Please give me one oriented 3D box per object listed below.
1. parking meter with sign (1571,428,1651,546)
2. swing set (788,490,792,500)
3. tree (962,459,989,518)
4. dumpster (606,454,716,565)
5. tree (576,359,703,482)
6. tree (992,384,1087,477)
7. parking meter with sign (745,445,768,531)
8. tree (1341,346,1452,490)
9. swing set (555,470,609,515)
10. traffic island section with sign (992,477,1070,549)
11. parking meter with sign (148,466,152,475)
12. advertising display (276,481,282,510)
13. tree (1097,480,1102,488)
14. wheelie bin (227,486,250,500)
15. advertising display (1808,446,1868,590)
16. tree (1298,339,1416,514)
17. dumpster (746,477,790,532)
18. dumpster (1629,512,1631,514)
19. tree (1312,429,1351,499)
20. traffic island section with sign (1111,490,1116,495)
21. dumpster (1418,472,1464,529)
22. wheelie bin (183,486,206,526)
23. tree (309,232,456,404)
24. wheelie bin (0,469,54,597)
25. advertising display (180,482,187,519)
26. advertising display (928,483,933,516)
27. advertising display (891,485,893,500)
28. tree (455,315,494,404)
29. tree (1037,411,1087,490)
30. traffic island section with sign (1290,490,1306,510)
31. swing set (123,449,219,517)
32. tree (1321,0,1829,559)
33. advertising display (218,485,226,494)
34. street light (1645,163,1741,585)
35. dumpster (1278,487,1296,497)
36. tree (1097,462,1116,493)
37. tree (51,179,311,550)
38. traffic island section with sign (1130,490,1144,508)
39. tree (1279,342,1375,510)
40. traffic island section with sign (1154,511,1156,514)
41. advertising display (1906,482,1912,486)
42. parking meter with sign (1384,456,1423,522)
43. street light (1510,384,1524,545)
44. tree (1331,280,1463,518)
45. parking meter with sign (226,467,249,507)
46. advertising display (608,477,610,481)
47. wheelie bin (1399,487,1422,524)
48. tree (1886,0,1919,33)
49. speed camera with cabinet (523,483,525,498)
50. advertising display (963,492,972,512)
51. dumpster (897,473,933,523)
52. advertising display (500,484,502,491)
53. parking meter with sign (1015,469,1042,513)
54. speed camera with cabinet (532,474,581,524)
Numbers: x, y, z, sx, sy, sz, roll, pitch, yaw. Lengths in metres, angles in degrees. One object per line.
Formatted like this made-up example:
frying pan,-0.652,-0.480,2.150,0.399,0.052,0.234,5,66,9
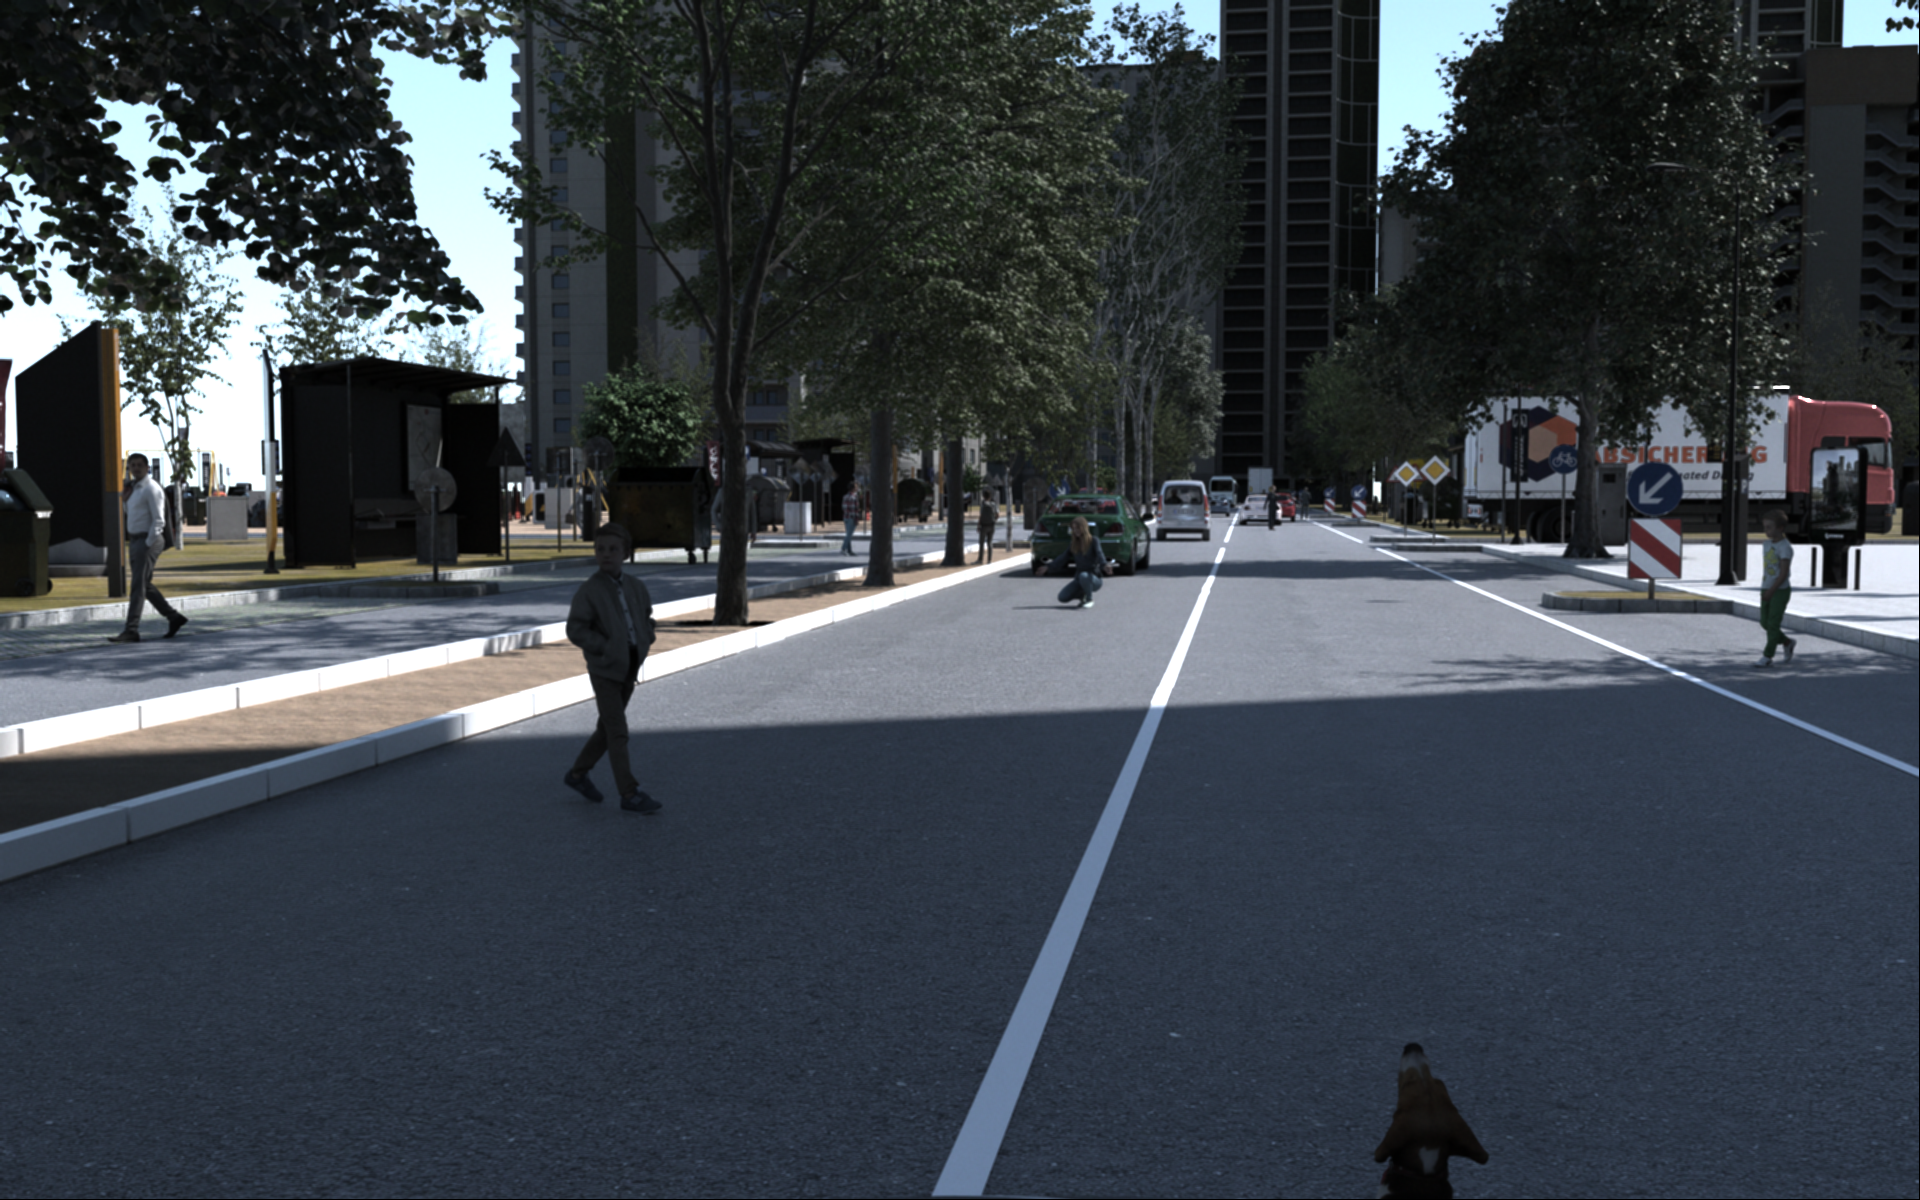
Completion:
parking meter with sign,16.110,-2.853,42.914,1.738,3.016,0.543,1,4,11
swing set,-7.637,-5.611,89.360,2.862,2.851,3.119,0,4,6
tree,0.532,-6.086,94.112,1.663,3.219,1.824,0,3,0
dumpster,-6.126,-1.866,35.465,1.985,2.255,1.502,1,4,10
tree,-7.845,-3.577,42.206,4.285,4.588,4.351,0,3,0
tree,5.517,-11.509,122.586,7.601,10.594,8.767,1,4,21
parking meter with sign,-7.289,-3.959,60.983,0.543,3.016,1.738,-2,4,-32
tree,21.220,-8.127,83.240,4.360,8.622,3.978,0,3,0
swing set,-19.445,-5.520,87.871,2.862,2.851,3.119,0,4,6
traffic island section with sign,1.930,-2.328,46.205,2.006,1.907,1.989,1,4,9
parking meter with sign,-50.118,-6.731,106.320,0.543,3.016,1.738,-3,4,-39
advertising display,-32.861,-4.768,83.164,0.123,1.923,0.974,3,4,38
tree,13.766,-10.968,173.931,1.663,3.219,1.824,0,3,0
wheelie bin,-29.345,-3.822,70.401,0.693,1.594,0.980,3,5,44
advertising display,11.921,-1.122,23.551,0.123,1.923,0.974,-1,4,-12
tree,26.013,-11.404,112.211,9.928,11.665,9.643,0,3,0
dumpster,-6.613,-3.254,58.969,1.264,1.857,1.865,1,4,10
dumpster,20.340,-3.183,54.534,1.502,2.255,1.985,1,4,9
tree,34.247,-12.723,158.387,4.737,8.622,4.395,0,3,0
traffic island section with sign,13.899,-8.988,155.589,1.989,1.847,2.006,1,4,9
dumpster,18.109,-3.838,65.245,1.502,2.255,1.985,1,4,9
wheelie bin,-30.918,-3.793,69.930,0.693,1.594,0.980,0,4,6
tree,-16.665,-5.822,45.558,4.737,8.622,4.395,0,3,0
wheelie bin,-11.819,-0.842,21.675,0.693,1.594,0.980,-1,4,-9
advertising display,-40.267,-5.178,89.870,0.123,1.923,0.974,-1,4,-11
advertising display,-1.813,-5.896,101.617,0.123,1.923,0.974,1,4,20
advertising display,-4.742,-7.098,121.266,0.974,1.923,0.123,1,4,17
tree,-19.802,-7.115,66.700,4.737,8.622,4.395,0,3,0
tree,7.374,-10.980,129.886,4.360,8.622,3.978,0,3,0
traffic island section with sign,30.074,-8.833,153.046,1.989,1.847,2.006,1,4,9
swing set,-27.671,-3.879,61.037,3.119,2.851,2.862,-1,4,-13
tree,12.541,-7.188,34.528,9.611,12.733,9.660,0,3,0
advertising display,-49.905,-6.840,117.043,0.974,1.923,0.123,3,5,39
street light,10.318,-3.172,24.396,1.470,5.913,1.316,1,4,9
dumpster,36.715,-11.601,194.624,1.985,2.255,1.502,1,4,9
tree,16.792,-12.864,194.039,4.285,4.588,4.351,0,3,0
tree,-18.144,-5.451,39.488,4.737,8.622,4.395,0,3,0
traffic island section with sign,18.290,-10.615,182.185,1.989,1.847,2.006,1,4,9
tree,30.825,-13.986,139.038,12.009,13.543,11.850,0,3,0
traffic island section with sign,15.354,-7.310,127.656,2.006,1.907,1.989,1,4,9
advertising display,49.428,-5.157,89.528,0.974,1.923,0.123,1,4,14
parking meter with sign,20.341,-5.088,79.449,1.738,3.016,0.543,1,4,17
street light,13.579,-4.359,43.813,1.470,5.913,1.316,1,4,9
tree,23.600,-10.658,92.385,7.486,12.596,7.792,0,3,0
parking meter with sign,-46.191,-7.047,111.476,1.738,3.016,0.543,0,4,-6
advertising display,-11.081,-3.172,57.074,0.974,1.923,0.123,-1,4,-10
wheelie bin,19.201,-4.050,74.125,0.693,1.594,0.980,-1,4,-12
tree,10.366,-3.970,15.266,4.737,8.622,4.395,0,3,0
speed camera with cabinet,-29.993,-7.827,122.303,2.038,3.252,0.660,2,4,35
advertising display,0.383,-7.289,124.391,0.974,1.923,0.123,-2,4,-28
dumpster,-2.120,-4.627,78.141,1.502,2.255,1.985,1,4,9
advertising display,-28.534,-6.173,106.142,0.974,1.923,0.123,1,4,13
parking meter with sign,4.574,-7.338,116.232,1.738,3.016,0.543,1,4,9
speed camera with cabinet,-17.450,-4.930,74.942,2.038,3.252,0.660,-1,4,-10
